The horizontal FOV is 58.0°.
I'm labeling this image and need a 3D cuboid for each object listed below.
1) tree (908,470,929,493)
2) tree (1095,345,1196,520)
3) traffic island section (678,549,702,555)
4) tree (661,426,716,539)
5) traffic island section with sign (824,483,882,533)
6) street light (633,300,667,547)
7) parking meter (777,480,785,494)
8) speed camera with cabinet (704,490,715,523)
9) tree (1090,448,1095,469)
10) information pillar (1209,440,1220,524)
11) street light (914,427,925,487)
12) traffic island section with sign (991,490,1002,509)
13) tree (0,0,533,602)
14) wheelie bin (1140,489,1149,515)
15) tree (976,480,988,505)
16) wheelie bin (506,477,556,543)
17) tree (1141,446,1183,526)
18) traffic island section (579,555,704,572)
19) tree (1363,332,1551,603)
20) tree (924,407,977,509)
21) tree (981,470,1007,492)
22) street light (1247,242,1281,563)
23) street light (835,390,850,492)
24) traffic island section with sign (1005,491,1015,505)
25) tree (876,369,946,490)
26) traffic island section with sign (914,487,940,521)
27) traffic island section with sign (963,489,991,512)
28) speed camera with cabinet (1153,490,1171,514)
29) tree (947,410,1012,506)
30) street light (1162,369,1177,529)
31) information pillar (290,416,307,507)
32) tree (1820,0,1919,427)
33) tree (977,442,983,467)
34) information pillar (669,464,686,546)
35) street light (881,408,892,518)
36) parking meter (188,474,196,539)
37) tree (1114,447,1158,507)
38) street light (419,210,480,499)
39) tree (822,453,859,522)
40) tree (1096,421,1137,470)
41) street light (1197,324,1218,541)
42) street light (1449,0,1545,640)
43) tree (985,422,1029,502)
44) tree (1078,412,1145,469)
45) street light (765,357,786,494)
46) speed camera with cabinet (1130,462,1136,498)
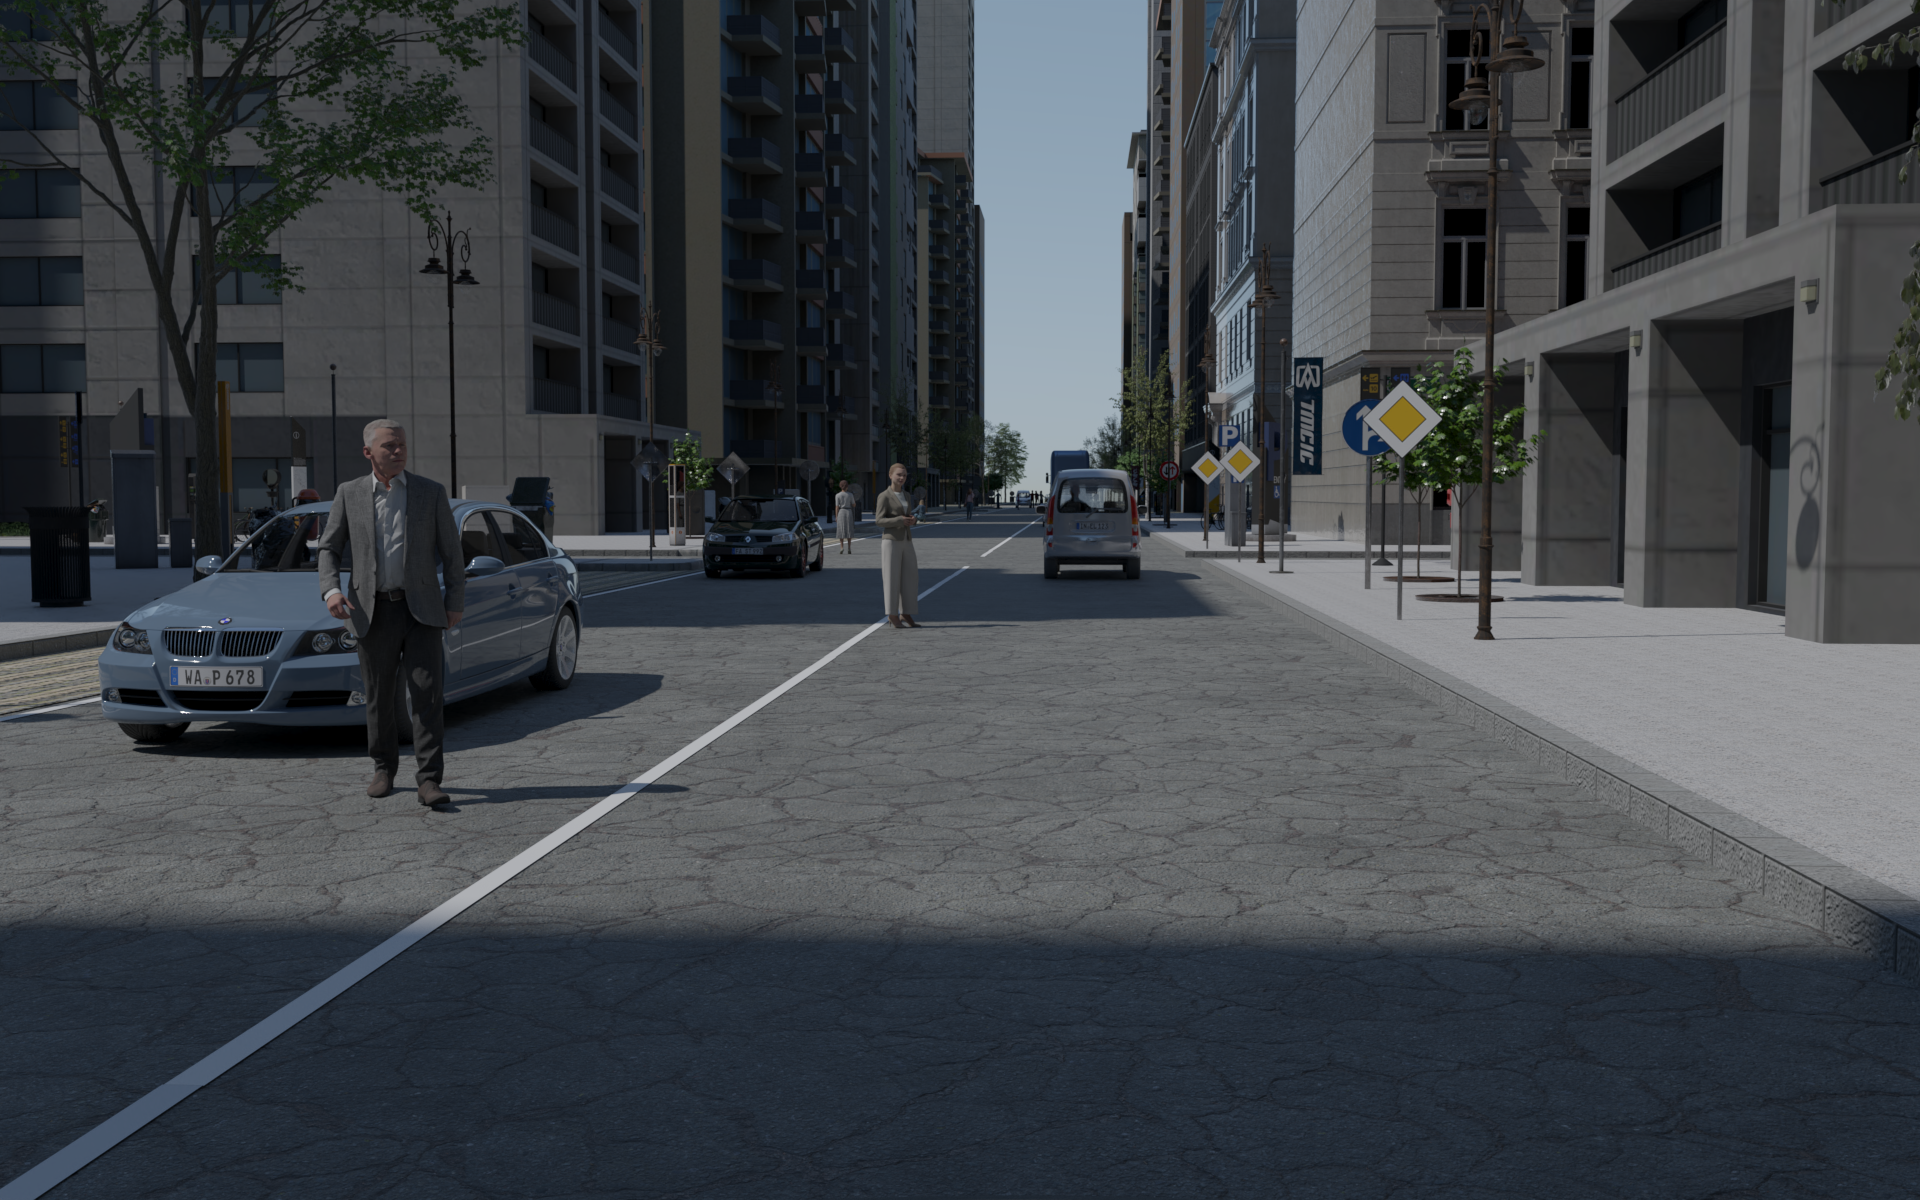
[{"bbox_3d":[-3.139,-7.958,124.711,1.663,3.219,1.824,0,3,0],"label":"tree"},{"bbox_3d":[9.621,-8.336,86.658,4.737,8.622,4.395,0,3,0],"label":"tree"},{"bbox_3d":[-5.417,-1.160,41.243,2.009,0.180,2.903,0,4,4],"label":"traffic island section"},{"bbox_3d":[-7.877,-3.367,49.656,1.663,3.219,1.824,0,3,0],"label":"tree"},{"bbox_3d":[-3.904,-3.371,63.740,1.989,1.847,2.006,0,4,4],"label":"traffic island section with sign"},{"bbox_3d":[-7.393,-4.202,41.485,0.468,5.910,1.993,0,4,4],"label":"street light"},{"bbox_3d":[-7.243,-3.917,69.755,0.399,1.863,0.255,0,4,-4],"label":"parking meter"},{"bbox_3d":[-11.829,-5.147,78.485,0.660,3.252,2.038,-3,4,-38],"label":"speed camera with cabinet"},{"bbox_3d":[16.118,-14.140,181.548,4.737,8.622,4.395,0,3,0],"label":"tree"},{"bbox_3d":[10.860,-5.062,74.120,0.504,3.616,0.183,0,4,-1],"label":"information pillar"},{"bbox_3d":[-2.729,-8.409,110.273,0.468,5.910,1.993,0,4,4],"label":"street light"},{"bbox_3d":[3.097,-9.745,167.958,1.989,1.847,2.006,0,4,4],"label":"traffic island section with sign"},{"bbox_3d":[-9.136,-5.785,20.345,9.928,11.665,9.643,0,3,0],"label":"tree"},{"bbox_3d":[11.107,-5.907,104.485,0.693,1.594,0.980,0,4,3],"label":"wheelie bin"},{"bbox_3d":[3.063,-13.385,213.445,1.663,3.219,1.824,0,3,0],"label":"tree"},{"bbox_3d":[-7.863,-1.463,31.824,0.980,1.594,0.693,0,4,7],"label":"wheelie bin"},{"bbox_3d":[8.222,-4.648,70.596,1.663,3.219,1.824,0,3,0],"label":"tree"},{"bbox_3d":[-5.953,-0.672,33.276,2.009,0.180,2.903,0,4,4],"label":"traffic island section"},{"bbox_3d":[5.920,-1.599,20.746,1.663,3.219,1.824,0,3,0],"label":"tree"},{"bbox_3d":[-1.325,-11.961,145.930,4.737,8.622,4.395,0,3,0],"label":"tree"},{"bbox_3d":[4.431,-14.885,227.077,4.285,4.588,4.351,0,3,0],"label":"tree"},{"bbox_3d":[5.597,-3.623,32.018,0.468,5.910,1.993,0,4,4],"label":"street light"},{"bbox_3d":[-5.123,-6.273,75.352,0.468,5.910,1.993,0,4,4],"label":"street light"},{"bbox_3d":[6.758,-13.072,222.348,1.989,1.847,2.006,0,4,4],"label":"traffic island section with sign"},{"bbox_3d":[-3.214,-9.267,101.883,4.360,8.622,3.978,0,3,0],"label":"tree"},{"bbox_3d":[-2.069,-5.038,90.991,1.989,1.847,2.006,0,4,4],"label":"traffic island section with sign"},{"bbox_3d":[1.272,-8.077,140.693,1.989,1.847,2.006,0,4,4],"label":"traffic island section with sign"},{"bbox_3d":[12.698,-6.996,108.719,0.660,3.252,2.038,-1,4,-10],"label":"speed camera with cabinet"},{"bbox_3d":[2.440,-15.809,192.896,7.601,10.594,8.767,1,4,21],"label":"tree"},{"bbox_3d":[7.757,-5.595,64.259,0.468,5.910,1.993,0,4,4],"label":"street light"},{"bbox_3d":[-20.038,-3.738,52.477,0.183,3.616,0.504,2,4,33],"label":"information pillar"},{"bbox_3d":[4.460,-3.460,6.940,4.360,8.622,3.978,0,3,0],"label":"tree"},{"bbox_3d":[-0.013,-12.746,158.753,4.737,8.622,4.395,0,3,0],"label":"tree"},{"bbox_3d":[-6.999,-2.347,42.863,0.304,2.012,0.304,-3,5,-39],"label":"information pillar"},{"bbox_3d":[-3.938,-7.358,93.097,0.468,5.910,1.993,0,4,4],"label":"street light"},{"bbox_3d":[-21.773,-2.663,49.252,0.255,1.863,0.399,-1,4,-21],"label":"parking meter"},{"bbox_3d":[12.212,-8.318,119.713,4.285,4.588,4.351,0,3,0],"label":"tree"},{"bbox_3d":[-8.323,-3.401,28.395,0.468,5.910,1.993,0,4,4],"label":"street light"},{"bbox_3d":[-5.632,-5.236,80.207,1.663,3.219,1.824,0,3,0],"label":"tree"},{"bbox_3d":[15.800,-13.491,170.947,4.360,8.622,3.978,0,3,0],"label":"tree"},{"bbox_3d":[6.730,-4.555,47.265,0.468,5.910,1.993,0,4,4],"label":"street light"},{"bbox_3d":[4.625,-2.588,15.100,0.468,5.910,1.993,0,4,4],"label":"street light"},{"bbox_3d":[7.277,-21.779,274.210,7.486,12.596,7.792,0,3,0],"label":"tree"},{"bbox_3d":[17.192,-16.123,198.022,8.767,10.594,7.601,0,4,5],"label":"tree"},{"bbox_3d":[-6.244,-5.255,58.700,0.468,5.910,1.993,0,4,4],"label":"street light"},{"bbox_3d":[10.498,-6.898,107.121,0.660,3.252,2.038,1,4,10],"label":"speed camera with cabinet"}]
